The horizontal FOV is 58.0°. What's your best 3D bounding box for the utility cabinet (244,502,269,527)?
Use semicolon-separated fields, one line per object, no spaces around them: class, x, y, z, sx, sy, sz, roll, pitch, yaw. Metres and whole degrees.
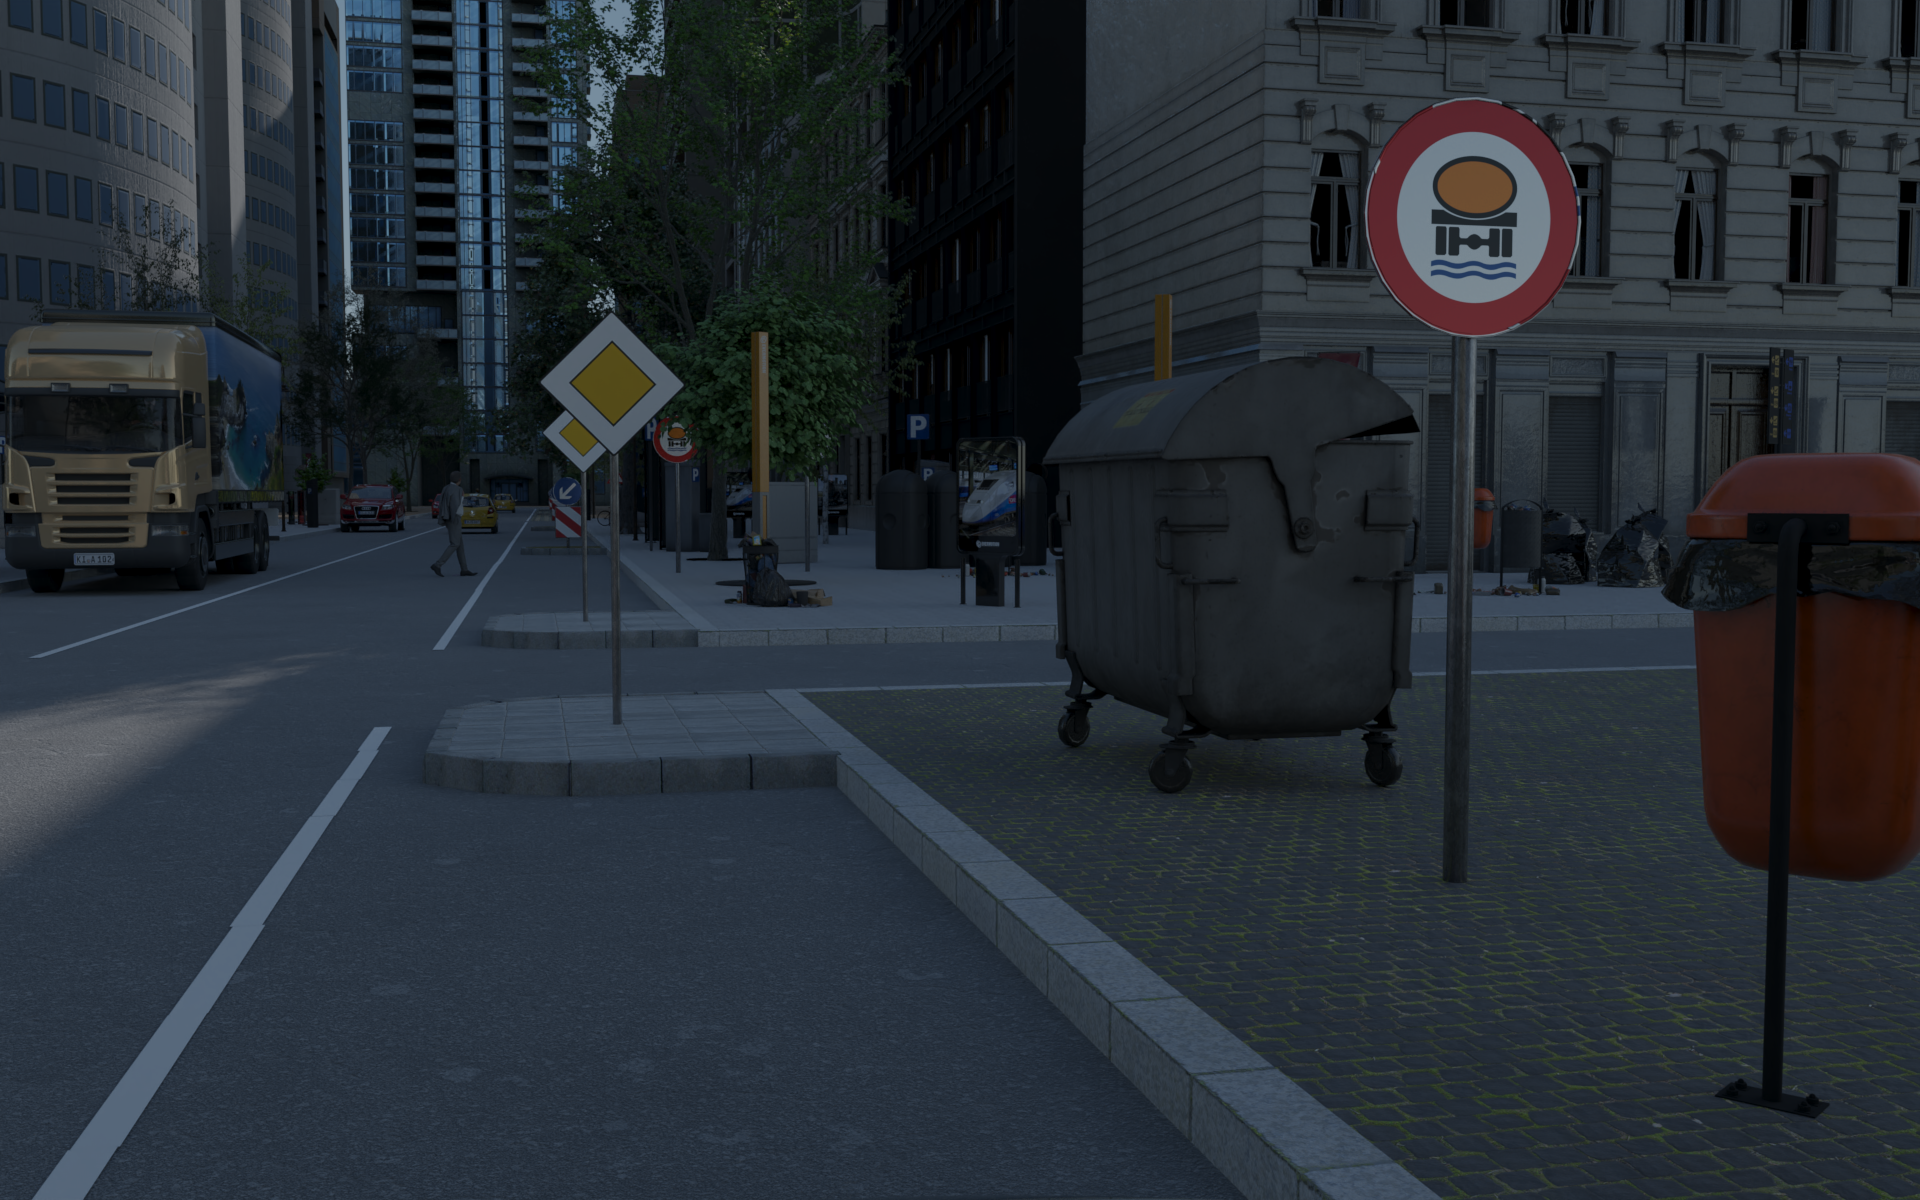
utility cabinet;-23.868;-2.911;58.749;0.306;1.237;1.020;1;4;9

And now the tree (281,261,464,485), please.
tree;-31.635;-11.099;91.841;12.009;13.543;11.850;0;3;0

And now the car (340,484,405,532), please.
car;-22.529;-3.539;66.538;2.281;1.827;5.304;-1;4;-13

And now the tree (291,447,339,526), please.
tree;-26.343;-4.646;70.563;1.663;3.219;1.824;0;3;0

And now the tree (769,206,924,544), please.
tree;-3.276;-5.756;44.478;4.737;8.622;4.395;0;3;0

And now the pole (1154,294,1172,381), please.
pole;2.083;-1.466;17.814;0.158;3.312;0.155;0;3;0

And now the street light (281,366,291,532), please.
street light;-23.115;-5.274;59.025;0.468;5.910;1.993;-1;4;-13

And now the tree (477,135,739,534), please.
tree;-10.535;-8.456;55.266;9.611;12.733;9.660;0;3;0

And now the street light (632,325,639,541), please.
street light;-8.933;-4.570;47.514;0.468;5.910;1.993;-1;4;-13

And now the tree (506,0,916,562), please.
tree;-4.682;-6.552;32.877;9.928;11.665;9.643;0;3;0

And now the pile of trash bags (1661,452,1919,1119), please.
pile of trash bags;2.927;0.421;2.870;3.447;1.369;1.912;3;5;41

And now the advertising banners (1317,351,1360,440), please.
advertising banners;3.887;-1.546;21.469;2.074;3.025;0.090;0;4;8

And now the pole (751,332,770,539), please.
pole;-2.524;-1.717;21.922;0.158;3.312;0.155;0;3;0

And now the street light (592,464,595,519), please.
street light;-19.187;-7.202;90.547;0.468;5.910;1.993;-1;4;-13

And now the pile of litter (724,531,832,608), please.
pile of litter;-2.133;-0.385;20.253;1.176;0.858;1.719;-1;4;-19

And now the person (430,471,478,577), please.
person;-8.778;-1.312;30.045;0.850;1.850;0.679;-2;4;-33

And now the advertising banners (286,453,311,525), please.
advertising banners;-27.917;-4.714;73.270;0.090;3.025;2.074;1;4;9

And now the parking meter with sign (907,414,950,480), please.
parking meter with sign;-0.532;-2.591;38.623;0.543;3.016;1.738;2;4;26

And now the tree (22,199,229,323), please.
tree;-20.229;-5.643;42.629;4.360;8.622;3.978;0;3;0

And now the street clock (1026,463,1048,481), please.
street clock;1.800;-2.203;40.584;0.471;2.002;0.358;1;4;19

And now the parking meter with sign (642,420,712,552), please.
parking meter with sign;-6.170;-2.584;38.514;1.738;3.016;0.543;1;4;22

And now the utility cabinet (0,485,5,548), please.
utility cabinet;-22.331;-1.959;40.701;1.173;1.500;0.318;2;4;27

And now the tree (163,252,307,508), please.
tree;-21.686;-6.209;51.886;4.737;8.622;4.395;0;3;0

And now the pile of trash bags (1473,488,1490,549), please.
pile of trash bags;8.758;-0.953;25.338;1.912;1.369;3.447;-3;5;-41

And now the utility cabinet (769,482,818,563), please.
utility cabinet;-3.202;-1.427;32.018;1.173;1.500;0.318;-3;5;-41

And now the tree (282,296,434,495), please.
tree;-28.316;-8.968;81.047;7.601;10.594;8.767;-2;4;-33

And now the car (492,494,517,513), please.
car;-34.716;-7.431;131.728;2.015;1.641;3.980;-1;4;-13

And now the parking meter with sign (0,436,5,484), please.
parking meter with sign;-29.525;-3.407;51.967;1.738;3.016;0.543;0;4;2

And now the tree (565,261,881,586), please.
tree;-2.680;-2.497;24.542;4.285;4.588;4.351;0;3;0

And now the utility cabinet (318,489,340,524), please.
utility cabinet;-26.458;-3.888;72.247;1.173;1.500;0.318;1;4;16

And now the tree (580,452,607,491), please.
tree;-34.425;-12.746;158.764;4.360;8.622;3.978;0;3;0

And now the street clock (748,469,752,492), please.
street clock;-4.802;-2.247;41.312;0.471;2.002;0.358;-2;4;-35

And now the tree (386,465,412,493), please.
tree;-36.539;-7.187;112.112;1.663;3.219;1.824;0;3;0

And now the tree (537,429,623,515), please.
tree;-22.938;-11.623;108.169;7.486;12.596;7.792;0;3;0

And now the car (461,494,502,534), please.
car;-17.832;-3.259;63.501;2.015;1.641;3.980;-1;4;-14

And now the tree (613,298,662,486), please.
tree;-11.862;-6.965;64.248;4.737;8.622;4.395;0;3;0

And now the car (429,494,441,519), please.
car;-30.166;-5.690;102.077;2.155;1.783;4.494;-1;4;-15
